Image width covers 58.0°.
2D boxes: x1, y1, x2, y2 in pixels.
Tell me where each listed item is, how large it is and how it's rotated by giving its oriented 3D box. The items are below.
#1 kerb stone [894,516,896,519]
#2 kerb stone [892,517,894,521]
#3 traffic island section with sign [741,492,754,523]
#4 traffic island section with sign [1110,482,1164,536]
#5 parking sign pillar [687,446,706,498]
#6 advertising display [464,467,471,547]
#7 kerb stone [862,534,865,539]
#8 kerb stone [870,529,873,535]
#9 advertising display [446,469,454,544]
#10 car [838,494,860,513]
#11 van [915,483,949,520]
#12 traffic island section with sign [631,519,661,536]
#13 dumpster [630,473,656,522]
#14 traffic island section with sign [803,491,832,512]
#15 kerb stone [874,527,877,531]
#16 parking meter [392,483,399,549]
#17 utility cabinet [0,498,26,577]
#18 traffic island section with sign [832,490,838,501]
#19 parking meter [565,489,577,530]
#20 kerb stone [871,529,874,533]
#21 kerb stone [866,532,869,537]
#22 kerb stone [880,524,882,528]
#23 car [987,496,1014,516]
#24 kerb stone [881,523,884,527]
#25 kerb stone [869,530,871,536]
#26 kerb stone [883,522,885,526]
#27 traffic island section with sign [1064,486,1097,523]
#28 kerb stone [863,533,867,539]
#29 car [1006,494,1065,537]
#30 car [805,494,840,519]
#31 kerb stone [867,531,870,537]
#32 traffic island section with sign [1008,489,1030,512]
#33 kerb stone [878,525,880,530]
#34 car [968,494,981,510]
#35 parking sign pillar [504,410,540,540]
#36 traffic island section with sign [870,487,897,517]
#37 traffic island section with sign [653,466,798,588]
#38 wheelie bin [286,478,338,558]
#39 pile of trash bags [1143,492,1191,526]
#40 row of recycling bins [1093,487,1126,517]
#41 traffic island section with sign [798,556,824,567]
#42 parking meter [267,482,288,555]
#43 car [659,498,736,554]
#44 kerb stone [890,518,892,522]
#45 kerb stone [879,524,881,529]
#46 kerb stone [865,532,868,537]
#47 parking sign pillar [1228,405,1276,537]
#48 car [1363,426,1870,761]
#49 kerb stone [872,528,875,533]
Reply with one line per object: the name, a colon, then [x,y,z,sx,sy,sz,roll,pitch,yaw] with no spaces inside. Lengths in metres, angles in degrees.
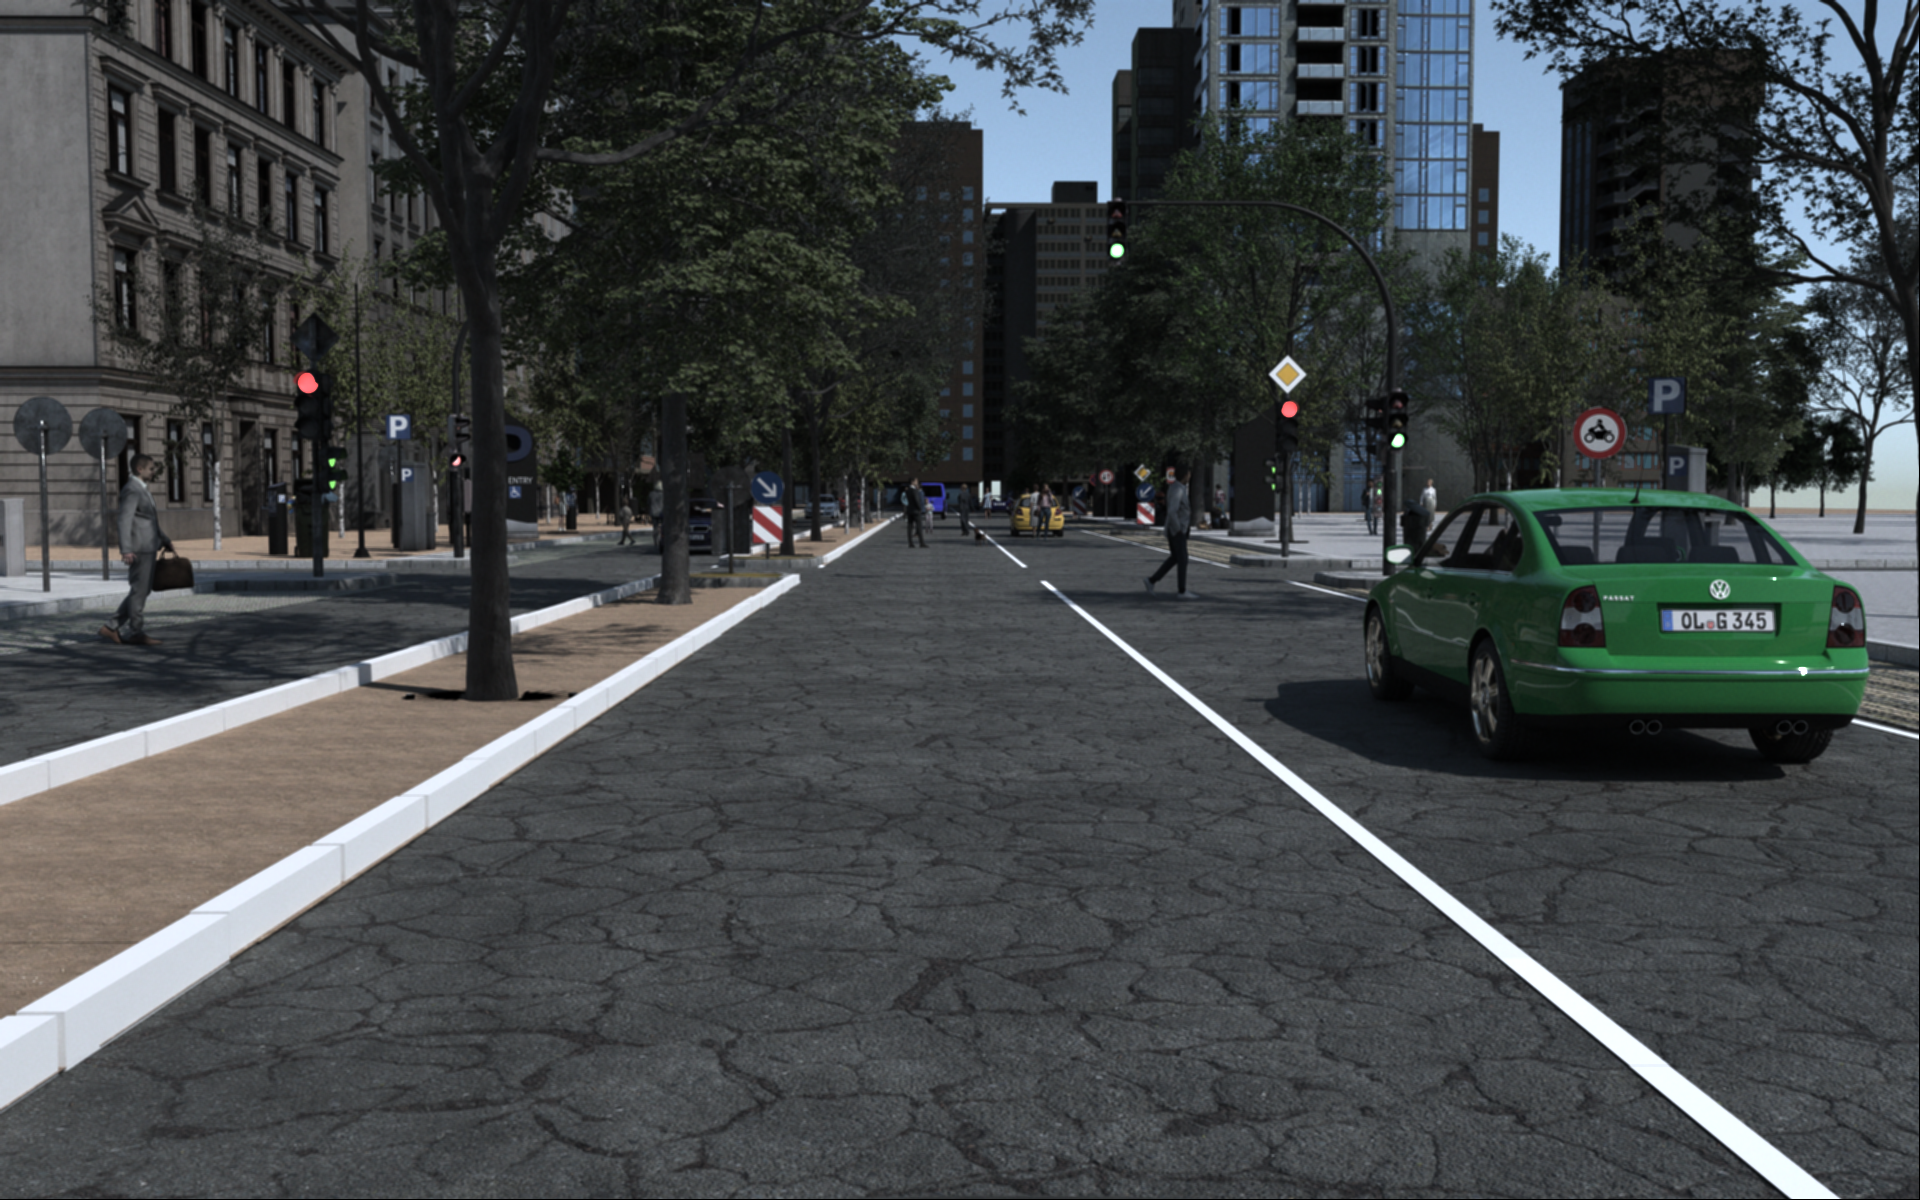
kerb stone: [-3.641,-4.298,92.463,0.120,0.150,1.000,0,4,-1]
kerb stone: [-3.578,-4.047,88.356,0.120,0.150,1.000,0,4,-1]
traffic island section with sign: [-10.588,-4.761,86.476,1.989,1.847,2.006,0,4,-1]
traffic island section with sign: [6.243,-3.150,60.127,1.989,1.847,2.006,0,4,-1]
parking sign pillar: [-14.892,-6.636,96.965,1.447,3.967,1.447,1,4,16]
advertising display: [-11.956,-2.255,42.077,0.123,1.923,0.974,-1,4,-15]
kerb stone: [-3.025,-1.852,52.472,0.120,0.150,1.000,0,4,-1]
kerb stone: [-3.116,-2.223,58.634,0.120,0.150,1.000,0,4,-1]
advertising display: [-13.075,-2.401,44.468,0.123,1.923,0.974,-1,4,-20]
car: [-8.225,-7.519,131.973,2.155,1.783,4.494,0,4,-3]
van: [-1.741,-5.776,98.819,2.240,2.365,5.245,0,4,0]
traffic island section with sign: [-10.172,-3.113,59.524,1.989,1.847,2.006,0,4,-1]
dumpster: [-14.619,-4.818,81.270,1.502,2.255,1.985,0,4,-1]
traffic island section with sign: [-11.353,-7.849,136.952,1.989,1.847,2.006,0,4,-1]
kerb stone: [-3.193,-2.475,62.737,0.120,0.150,1.000,0,4,-1]
parking meter: [-13.120,-1.973,40.663,0.372,1.533,0.369,0,3,0]
utility cabinet: [-14.934,-0.982,27.223,0.306,1.237,1.020,-2,4,-35]
traffic island section with sign: [-11.773,-9.497,163.904,1.989,1.847,2.006,0,4,-1]
parking meter: [-13.903,-3.271,61.884,0.372,1.533,0.369,0,3,0]
kerb stone: [-3.134,-2.288,59.656,0.120,0.150,1.000,0,4,-1]
kerb stone: [-3.067,-2.030,55.552,0.120,0.150,1.000,0,4,-1]
kerb stone: [-3.274,-2.855,68.882,0.120,0.150,1.000,0,4,-1]
car: [2.635,-6.309,115.740,1.945,1.354,3.894,0,4,1]
kerb stone: [-3.307,-2.977,70.927,0.120,0.150,1.000,0,4,-1]
kerb stone: [-3.107,-2.165,57.606,0.120,0.150,1.000,0,4,-1]
kerb stone: [-3.338,-3.103,72.976,0.120,0.150,1.000,0,4,-1]
traffic island section with sign: [5.834,-4.798,87.079,1.989,1.847,2.006,0,4,-1]
kerb stone: [-3.037,-1.914,53.494,0.120,0.150,1.000,0,4,-1]
car: [2.606,-2.994,59.177,2.015,1.641,3.980,0,4,0]
car: [-7.966,-5.406,100.392,2.014,1.417,4.499,0,4,1]
kerb stone: [-3.093,-2.102,56.574,0.120,0.150,1.000,0,4,-1]
traffic island section with sign: [5.071,-7.846,136.912,1.989,1.847,2.006,0,4,-1]
kerb stone: [-3.251,-2.730,66.834,0.120,0.150,1.000,0,4,-1]
car: [0.860,-8.694,154.154,2.014,1.417,4.499,0,4,0]
parking sign pillar: [-12.712,-3.713,49.187,1.447,3.967,1.447,-2,4,-31]
traffic island section with sign: [-4.951,-6.218,109.801,2.006,1.907,1.989,0,4,-1]
traffic island section with sign: [-3.685,-1.170,27.265,2.006,1.907,1.989,0,4,-1]
wheelie bin: [-13.017,-1.649,34.866,0.980,1.594,0.693,-2,4,-26]
pile of trash bags: [8.367,-3.723,70.629,1.912,1.369,3.447,0,4,-4]
row of recycling bins: [8.873,-5.466,96.480,3.534,1.692,1.069,3,5,40]
traffic island section with sign: [-3.789,-1.623,34.671,2.006,1.907,1.989,0,4,-1]
parking meter: [-14.348,-1.713,36.421,0.372,1.533,0.369,0,3,0]
car: [-6.288,-1.819,42.323,1.945,1.354,3.894,0,4,-1]
kerb stone: [-3.517,-3.794,84.254,0.120,0.150,1.000,0,4,-1]
kerb stone: [-3.256,-2.785,67.859,0.120,0.150,1.000,0,4,-1]
kerb stone: [-3.057,-1.975,54.525,0.120,0.150,1.000,0,4,-1]
parking sign pillar: [8.815,-3.897,52.196,1.447,3.967,1.447,-1,4,-11]
car: [3.734,-0.114,10.663,1.959,1.807,4.718,0,4,1]
kerb stone: [-3.153,-2.354,60.685,0.120,0.150,1.000,0,4,-1]
